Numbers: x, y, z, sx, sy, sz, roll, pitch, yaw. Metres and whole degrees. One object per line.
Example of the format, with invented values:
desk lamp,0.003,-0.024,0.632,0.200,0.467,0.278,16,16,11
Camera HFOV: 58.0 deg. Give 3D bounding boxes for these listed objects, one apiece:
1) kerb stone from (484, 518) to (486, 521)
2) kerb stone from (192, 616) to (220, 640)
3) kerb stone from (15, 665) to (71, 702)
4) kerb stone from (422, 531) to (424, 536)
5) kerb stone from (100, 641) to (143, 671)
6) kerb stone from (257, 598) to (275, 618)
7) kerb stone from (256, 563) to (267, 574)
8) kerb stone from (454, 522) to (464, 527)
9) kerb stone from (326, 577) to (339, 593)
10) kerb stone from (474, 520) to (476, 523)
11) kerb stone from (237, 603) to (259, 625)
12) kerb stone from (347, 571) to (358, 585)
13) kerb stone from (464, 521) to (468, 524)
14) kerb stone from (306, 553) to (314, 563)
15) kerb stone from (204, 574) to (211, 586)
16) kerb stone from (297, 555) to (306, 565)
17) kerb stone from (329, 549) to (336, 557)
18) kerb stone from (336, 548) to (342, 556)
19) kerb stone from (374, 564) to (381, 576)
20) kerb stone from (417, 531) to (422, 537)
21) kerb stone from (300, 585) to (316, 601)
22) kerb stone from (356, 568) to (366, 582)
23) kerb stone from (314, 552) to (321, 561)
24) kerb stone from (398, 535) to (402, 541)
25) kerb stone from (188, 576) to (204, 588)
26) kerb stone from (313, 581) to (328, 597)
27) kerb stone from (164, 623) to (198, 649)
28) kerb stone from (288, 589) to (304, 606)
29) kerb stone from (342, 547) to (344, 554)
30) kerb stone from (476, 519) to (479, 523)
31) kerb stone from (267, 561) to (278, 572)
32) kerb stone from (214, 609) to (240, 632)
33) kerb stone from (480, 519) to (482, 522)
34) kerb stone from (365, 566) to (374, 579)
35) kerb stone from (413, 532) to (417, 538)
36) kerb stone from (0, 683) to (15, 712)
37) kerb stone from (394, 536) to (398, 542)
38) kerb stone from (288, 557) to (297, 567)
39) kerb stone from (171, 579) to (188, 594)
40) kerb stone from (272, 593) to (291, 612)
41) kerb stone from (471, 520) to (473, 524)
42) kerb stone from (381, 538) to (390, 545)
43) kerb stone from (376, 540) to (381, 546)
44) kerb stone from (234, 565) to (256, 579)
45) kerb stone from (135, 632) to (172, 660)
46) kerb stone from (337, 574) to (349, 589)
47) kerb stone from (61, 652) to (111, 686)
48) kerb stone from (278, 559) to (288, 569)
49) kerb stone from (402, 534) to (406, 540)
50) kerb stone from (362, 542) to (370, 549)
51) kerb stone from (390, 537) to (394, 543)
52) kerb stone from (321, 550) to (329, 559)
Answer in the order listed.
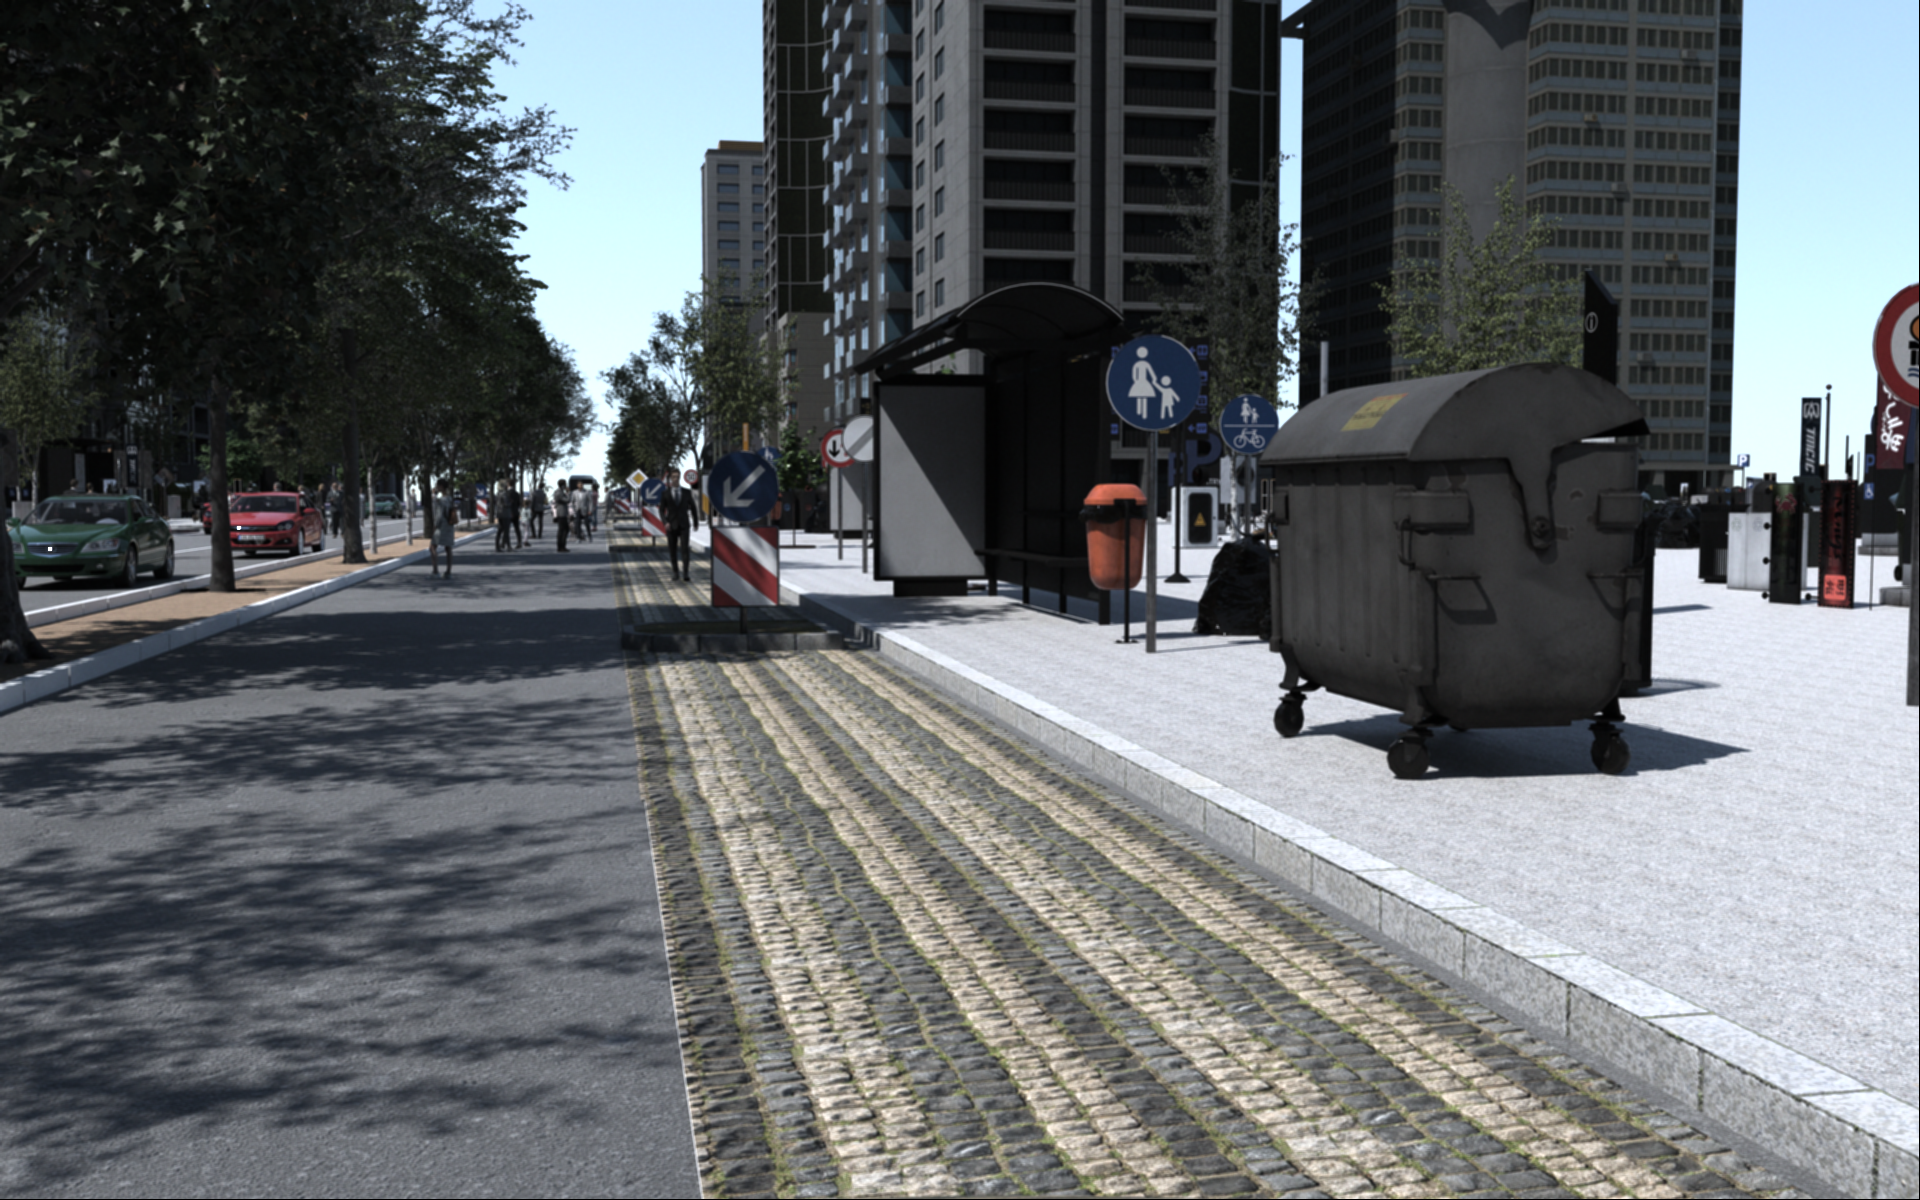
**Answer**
kerb stone,-24.804,-4.127,89.760,0.120,0.150,1.000,-1,4,-12
kerb stone,-7.617,0.295,17.366,0.120,0.150,1.000,-1,4,-12
kerb stone,-6.574,0.603,12.357,0.120,0.150,1.000,-1,4,-12
kerb stone,-18.430,-2.250,59.058,0.120,0.150,1.000,-1,4,-12
kerb stone,-6.993,0.479,14.362,0.120,0.150,1.000,-1,4,-12
kerb stone,-8.244,0.115,20.380,0.120,0.150,1.000,-1,4,-12
kerb stone,-12.584,-0.536,30.956,0.120,0.150,1.000,-1,4,-12
kerb stone,-21.877,-3.271,75.674,0.120,0.150,1.000,-1,4,-12
kerb stone,-9.280,-0.196,25.399,0.120,0.150,1.000,-1,4,-12
kerb stone,-23.346,-3.700,82.722,0.120,0.150,1.000,-1,4,-12
kerb stone,-8.028,0.173,19.373,0.120,0.150,1.000,-1,4,-12
kerb stone,-9.699,-0.317,27.409,0.120,0.150,1.000,-1,4,-12
kerb stone,-22.292,-3.394,77.690,0.120,0.150,1.000,-1,4,-12
kerb stone,-13.628,-0.843,35.986,0.120,0.150,1.000,-1,4,-12
kerb stone,-11.758,-0.290,26.939,0.120,0.150,1.000,-1,4,-12
kerb stone,-13.419,-0.782,34.981,0.120,0.150,1.000,-1,4,-12
kerb stone,-14.252,-1.027,38.991,0.120,0.150,1.000,-1,4,-12
kerb stone,-14.463,-1.088,39.991,0.120,0.150,1.000,-1,4,-12
kerb stone,-10.329,-0.502,30.410,0.120,0.150,1.000,-1,4,-12
kerb stone,-18.217,-2.193,58.058,0.120,0.150,1.000,-1,4,-12
kerb stone,-8.875,-0.071,23.384,0.120,0.150,1.000,-1,4,-12
kerb stone,-9.911,-0.380,28.409,0.120,0.150,1.000,-1,4,-12
kerb stone,-13.847,-0.899,36.986,0.120,0.150,1.000,-1,4,-12
kerb stone,-16.967,-1.825,52.042,0.120,0.150,1.000,-1,4,-12
kerb stone,-11.538,-0.229,25.933,0.120,0.150,1.000,-1,4,-12
kerb stone,-9.077,-0.134,24.389,0.120,0.150,1.000,-1,4,-12
kerb stone,-7.409,0.357,16.365,0.120,0.150,1.000,-1,4,-12
kerb stone,-8.655,-0.011,22.383,0.120,0.150,1.000,-1,4,-12
kerb stone,-14.679,-1.145,40.990,0.120,0.150,1.000,-1,4,-12
kerb stone,-23.758,-3.825,84.735,0.120,0.150,1.000,-1,4,-12
kerb stone,-12.792,-0.595,31.960,0.120,0.150,1.000,-1,4,-12
kerb stone,-7.828,0.234,18.366,0.120,0.150,1.000,-1,4,-12
kerb stone,-24.178,-3.948,86.746,0.120,0.150,1.000,-1,4,-12
kerb stone,-10.117,-0.441,29.410,0.120,0.150,1.000,-1,4,-12
kerb stone,-17.787,-2.071,56.051,0.120,0.150,1.000,-1,4,-12
kerb stone,-6.368,0.666,11.356,0.120,0.150,1.000,-1,4,-12
kerb stone,-16.753,-1.763,51.042,0.120,0.150,1.000,-1,4,-12
kerb stone,-13.204,-0.716,33.982,0.120,0.150,1.000,-1,4,-12
kerb stone,-11.337,-0.167,24.927,0.120,0.150,1.000,-1,4,-12
kerb stone,-8.448,0.050,21.382,0.120,0.150,1.000,-1,4,-12
kerb stone,-22.921,-3.579,80.712,0.120,0.150,1.000,-1,4,-12
kerb stone,-16.337,-1.636,49.037,0.120,0.150,1.000,-1,4,-12
kerb stone,-15.927,-1.516,47.018,0.120,0.150,1.000,-1,4,-12
kerb stone,-12.371,-0.472,29.946,0.120,0.150,1.000,-1,4,-12
kerb stone,-7.203,0.418,15.362,0.120,0.150,1.000,-1,4,-12
kerb stone,-9.493,-0.257,26.403,0.120,0.150,1.000,-1,4,-12
kerb stone,-6.778,0.542,13.362,0.120,0.150,1.000,-1,4,-12
kerb stone,-13.001,-0.659,32.972,0.120,0.150,1.000,-1,4,-12
kerb stone,-17.172,-1.883,53.047,0.120,0.150,1.000,-1,4,-12
kerb stone,-15.718,-1.457,46.014,0.120,0.150,1.000,-1,4,-12
kerb stone,-16.545,-1.703,50.041,0.120,0.150,1.000,-1,4,-12
kerb stone,-14.048,-0.963,37.988,0.120,0.150,1.000,-1,4,-12
